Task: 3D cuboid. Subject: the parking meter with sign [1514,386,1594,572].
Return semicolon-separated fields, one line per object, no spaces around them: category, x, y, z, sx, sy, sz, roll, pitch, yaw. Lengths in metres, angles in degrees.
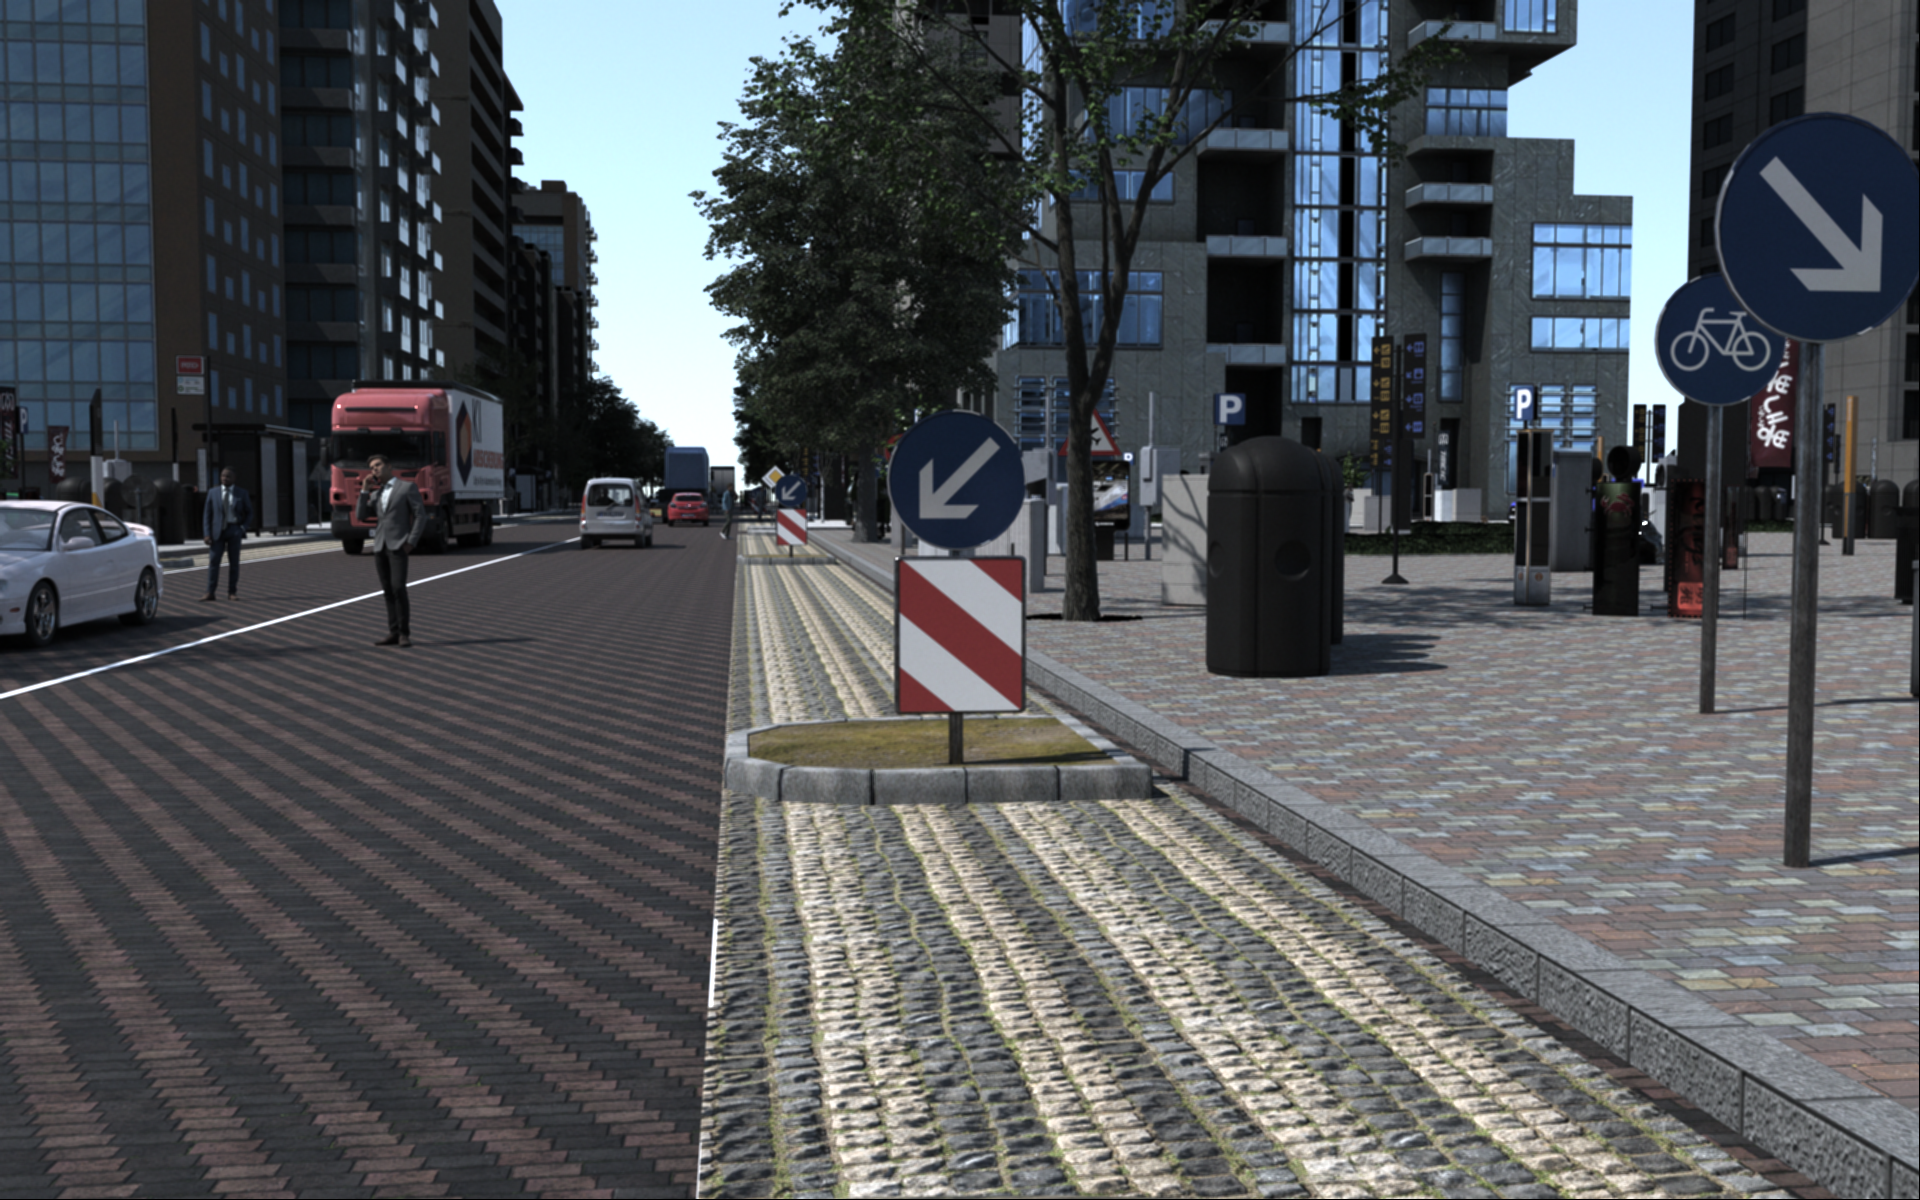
parking meter with sign;10.007;-1.971;28.481;1.738;3.016;0.543;-1;4;-16

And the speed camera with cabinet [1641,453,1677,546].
speed camera with cabinet;17.198;-2.933;42.284;0.660;3.252;2.038;0;4;6

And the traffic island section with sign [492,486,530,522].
traffic island section with sign;-22.971;-4.864;88.156;1.989;1.847;2.006;0;4;-7

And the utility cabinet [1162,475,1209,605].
utility cabinet;2.903;-0.675;19.721;1.173;1.500;0.318;2;4;31

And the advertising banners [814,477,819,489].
advertising banners;-7.309;-5.920;92.985;0.090;3.025;2.074;-2;4;-35

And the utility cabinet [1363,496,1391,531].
utility cabinet;14.700;-3.036;60.800;1.020;1.237;0.306;0;4;1

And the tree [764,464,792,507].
tree;-18.214;-11.597;173.331;4.285;4.588;4.351;0;3;0

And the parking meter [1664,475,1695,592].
parking meter;9.446;-0.874;22.707;0.372;1.533;0.369;0;3;0

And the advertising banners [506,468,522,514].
advertising banners;-29.548;-7.243;114.610;0.090;3.025;2.074;-3;5;-40

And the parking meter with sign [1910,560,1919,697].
parking meter with sign;6.687;-0.925;11.388;0.543;3.016;1.738;3;4;39

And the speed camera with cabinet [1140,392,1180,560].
speed camera with cabinet;4.158;-2.369;33.068;0.660;3.252;2.038;-1;4;-22

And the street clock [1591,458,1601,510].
street clock;12.612;-1.839;34.633;0.358;2.002;0.471;0;4;-7

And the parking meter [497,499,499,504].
parking meter;-29.017;-6.333;109.259;0.399;1.863;0.255;3;5;40

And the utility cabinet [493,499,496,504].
utility cabinet;-36.892;-7.756;137.974;1.020;1.237;0.306;1;4;12

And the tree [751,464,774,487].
tree;-29.694;-18.973;260.577;4.360;8.622;3.978;0;3;0

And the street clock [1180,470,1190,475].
street clock;6.706;-2.911;52.162;0.471;2.002;0.358;1;4;15

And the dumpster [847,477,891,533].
dumpster;-2.998;-3.423;58.464;1.502;2.255;1.985;0;4;-7

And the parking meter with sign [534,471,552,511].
parking meter with sign;-30.896;-8.074;128.276;0.543;3.016;1.738;1;4;20

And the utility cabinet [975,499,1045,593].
utility cabinet;0.644;-0.710;22.778;0.306;1.237;1.020;-3;5;-45

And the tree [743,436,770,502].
tree;-30.064;-21.458;268.960;7.486;12.596;7.792;0;3;0

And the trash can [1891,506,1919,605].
trash can;11.190;-0.515;20.072;0.748;1.137;0.748;0;3;0

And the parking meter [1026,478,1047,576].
parking meter;1.172;-1.149;27.202;0.372;1.533;0.369;0;3;0

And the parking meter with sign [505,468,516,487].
parking meter with sign;-30.801;-7.447;118.019;0.543;3.016;1.738;-2;4;-33

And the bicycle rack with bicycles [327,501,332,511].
bicycle rack with bicycles;-30.696;-4.515;87.209;2.852;0.926;2.925;-2;4;-24

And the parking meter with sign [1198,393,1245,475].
parking meter with sign;4.558;-2.117;30.867;0.543;3.016;1.738;0;4;-7

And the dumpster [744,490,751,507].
dumpster;-21.702;-10.564;180.934;1.865;1.857;1.264;0;4;-6

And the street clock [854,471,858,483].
street clock;-2.919;-2.899;51.975;0.471;2.002;0.358;1;4;10

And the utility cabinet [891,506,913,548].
utility cabinet;-1.402;-1.858;41.539;0.306;1.237;1.020;1;4;13

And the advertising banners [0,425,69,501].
advertising banners;-23.602;-2.914;43.833;2.074;3.025;0.090;-3;5;-44

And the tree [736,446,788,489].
tree;-32.894;-22.877;291.045;9.611;12.733;9.660;0;3;0

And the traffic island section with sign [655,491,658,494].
traffic island section with sign;-43.129;-14.597;247.289;1.989;1.847;2.006;0;4;-7

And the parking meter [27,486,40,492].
parking meter;-30.797;-3.010;57.620;0.372;1.533;0.369;0;3;0

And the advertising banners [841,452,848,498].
advertising banners;-4.751;-4.725;73.444;0.090;3.025;2.074;1;4;12

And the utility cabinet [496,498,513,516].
utility cabinet;-26.497;-5.503;101.137;1.020;1.237;0.306;3;5;42

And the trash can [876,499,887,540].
trash can;-2.424;-2.278;48.895;0.748;1.137;0.748;0;3;0

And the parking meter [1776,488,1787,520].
parking meter;36.025;-4.131;75.957;0.372;1.533;0.369;0;3;0

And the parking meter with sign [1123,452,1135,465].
parking meter with sign;6.560;-4.618;71.767;0.543;3.016;1.738;3;4;36

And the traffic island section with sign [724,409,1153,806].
traffic island section with sign;-0.210;-0.016;8.882;1.989;1.847;2.006;0;4;-7

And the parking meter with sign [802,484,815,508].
parking meter with sign;-11.889;-8.532;135.760;0.543;3.016;1.738;-3;5;-43

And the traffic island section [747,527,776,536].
traffic island section;-6.374;-2.318;60.175;2.009;0.180;2.903;0;4;-7

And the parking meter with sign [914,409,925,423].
parking meter with sign;-0.021;-2.392;35.367;1.738;3.016;0.543;-1;4;-18

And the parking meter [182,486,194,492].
parking meter;-24.757;-2.882;55.536;0.372;1.533;0.369;0;3;0

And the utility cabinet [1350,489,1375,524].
utility cabinet;16.762;-3.907;72.564;1.173;1.500;0.318;2;4;35

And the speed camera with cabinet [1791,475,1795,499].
speed camera with cabinet;39.412;-5.281;80.679;2.038;3.252;0.660;-3;5;-44

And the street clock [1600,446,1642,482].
street clock;9.953;-1.311;26.000;0.358;2.002;0.471;-2;4;-24

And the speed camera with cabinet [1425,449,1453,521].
speed camera with cabinet;20.993;-4.987;75.873;0.660;3.252;2.038;0;4;-6

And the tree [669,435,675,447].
tree;-51.233;-23.329;288.084;9.857;13.997;8.962;0;3;0

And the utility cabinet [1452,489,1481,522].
utility cabinet;20.966;-3.853;71.682;1.173;1.500;0.318;-1;4;-16

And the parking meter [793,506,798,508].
parking meter;-9.741;-5.877;101.805;0.255;1.863;0.399;2;4;35

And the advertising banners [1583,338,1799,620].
advertising banners;7.550;-1.324;17.828;2.074;3.025;0.090;2;4;25

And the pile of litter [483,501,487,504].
pile of litter;-28.818;-5.579;105.183;1.719;0.858;1.176;2;4;26

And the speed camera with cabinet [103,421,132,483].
speed camera with cabinet;-22.441;-3.242;47.344;0.660;3.252;2.038;2;4;35

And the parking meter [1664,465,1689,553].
parking meter;14.234;-1.752;34.364;0.399;1.863;0.255;0;4;-8

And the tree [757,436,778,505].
tree;-21.707;-15.386;201.931;4.737;8.622;4.395;0;3;0

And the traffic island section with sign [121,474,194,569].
traffic island section with sign;-16.071;-1.528;33.604;1.989;1.847;2.006;0;4;-7

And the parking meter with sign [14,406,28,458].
parking meter with sign;-19.475;-2.329;34.343;1.738;3.016;0.543;-1;4;-12

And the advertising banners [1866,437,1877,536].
advertising banners;27.442;-3.443;52.481;0.090;3.025;2.074;3;5;43

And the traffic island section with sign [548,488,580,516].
traffic island section with sign;-26.485;-6.557;115.839;1.989;1.847;2.006;0;4;-7

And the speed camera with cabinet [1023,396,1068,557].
speed camera with cabinet;1.828;-2.542;35.892;0.660;3.252;2.038;1;4;18
